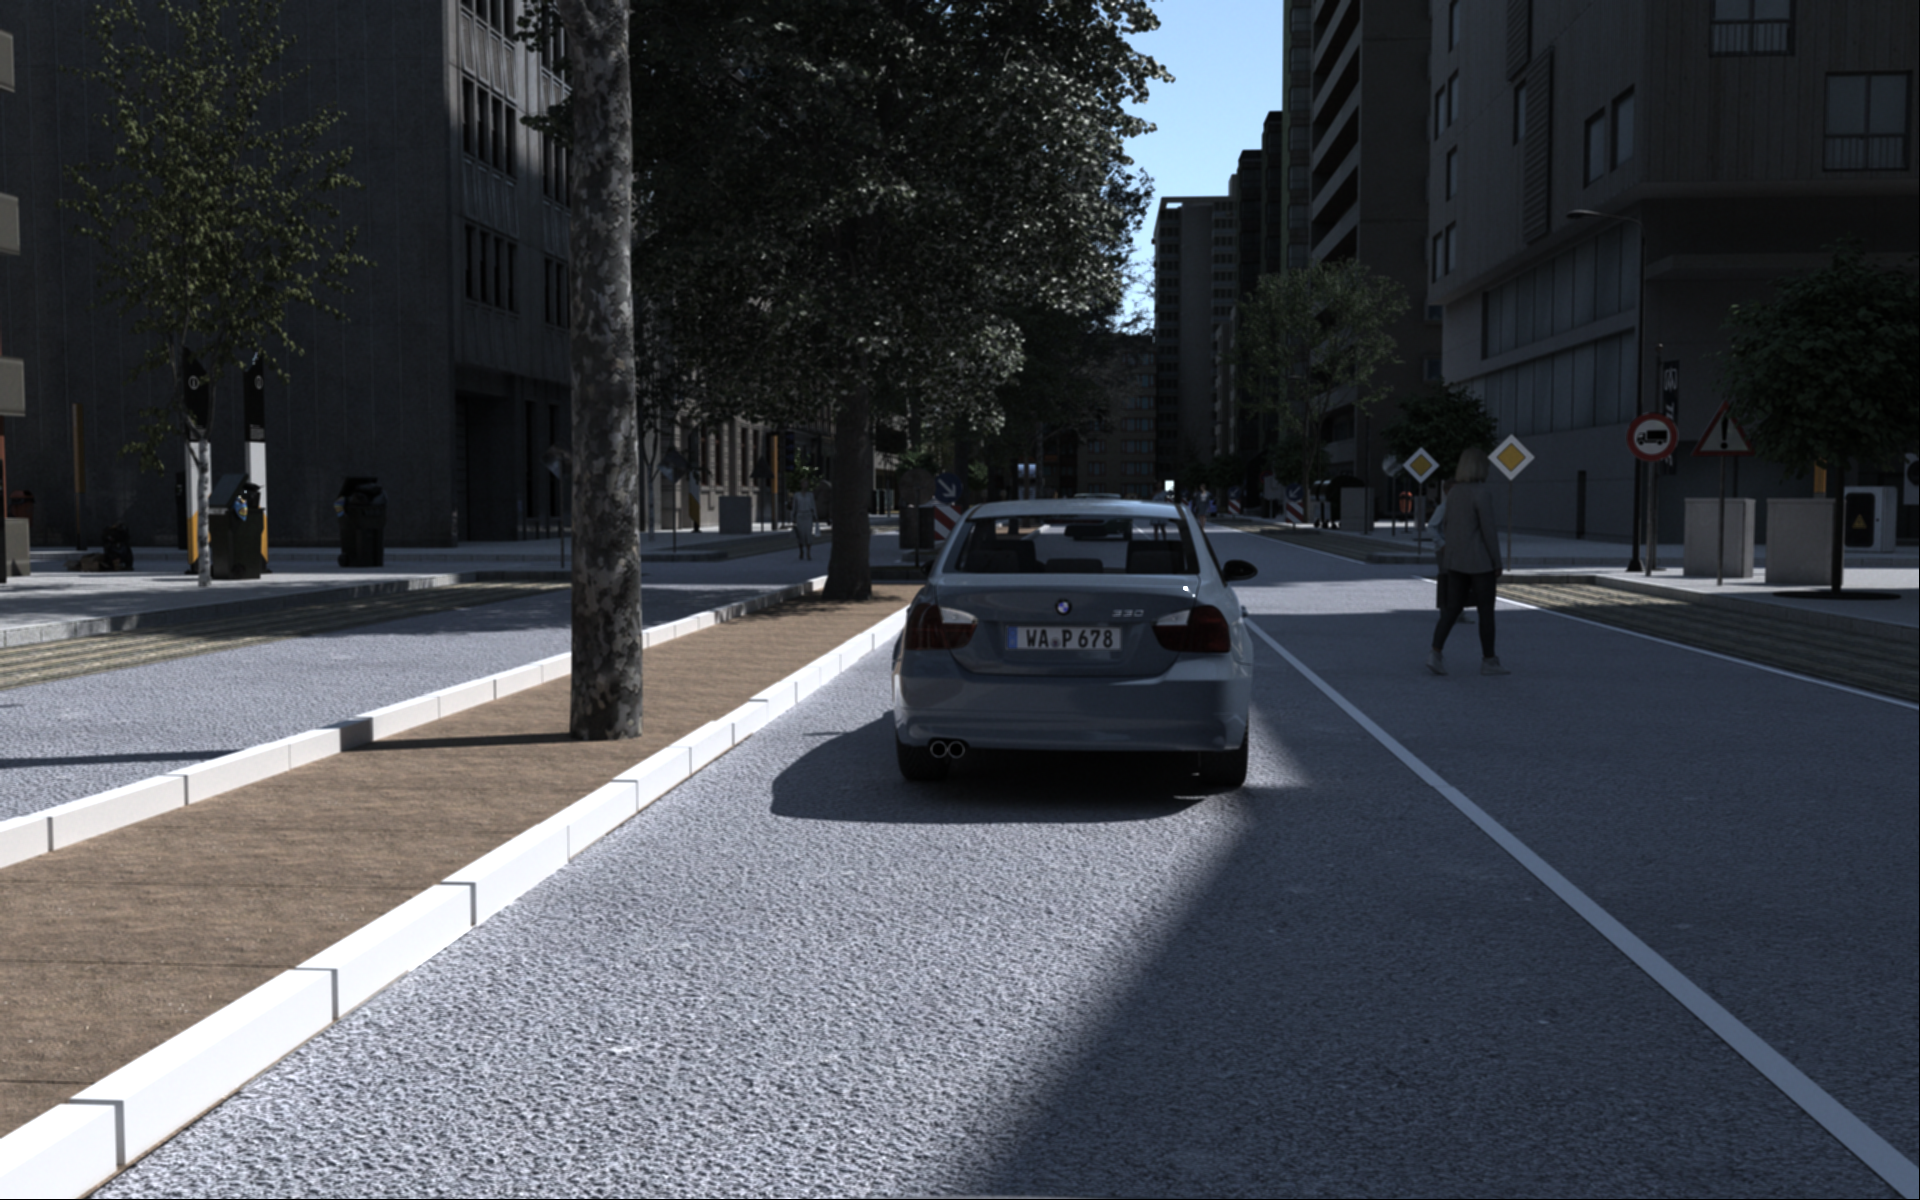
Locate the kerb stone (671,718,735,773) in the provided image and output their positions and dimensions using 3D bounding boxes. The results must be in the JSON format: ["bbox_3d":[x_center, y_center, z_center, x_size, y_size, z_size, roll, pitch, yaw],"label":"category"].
[{"bbox_3d":[-1.385,0.789,9.293,0.120,0.150,1.000,0,4,5],"label":"kerb stone"}]

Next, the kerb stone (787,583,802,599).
[{"bbox_3d":[-2.347,-0.095,23.746,0.120,0.150,1.000,0,4,5],"label":"kerb stone"}]

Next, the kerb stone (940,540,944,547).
[{"bbox_3d":[-0.604,-1.444,45.812,0.120,0.150,1.000,0,4,5],"label":"kerb stone"}]

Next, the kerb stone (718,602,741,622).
[{"bbox_3d":[-2.674,0.155,19.663,0.120,0.150,1.000,0,4,5],"label":"kerb stone"}]

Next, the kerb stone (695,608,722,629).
[{"bbox_3d":[-2.751,0.218,18.626,0.120,0.150,1.000,0,4,5],"label":"kerb stone"}]

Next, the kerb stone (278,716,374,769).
[{"bbox_3d":[-3.483,0.788,9.452,0.120,0.150,1.000,0,4,5],"label":"kerb stone"}]

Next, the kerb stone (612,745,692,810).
[{"bbox_3d":[-1.467,0.851,8.275,0.120,0.150,1.000,0,4,5],"label":"kerb stone"}]

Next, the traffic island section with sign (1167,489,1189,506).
[{"bbox_3d":[17.798,-7.928,138.256,1.989,1.847,2.006,0,4,5],"label":"traffic island section with sign"}]

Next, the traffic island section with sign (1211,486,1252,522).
[{"bbox_3d":[13.885,-4.903,88.789,1.989,1.847,2.006,0,4,5],"label":"traffic island section with sign"}]

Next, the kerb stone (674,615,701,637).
[{"bbox_3d":[-2.832,0.288,17.608,0.120,0.150,1.000,0,4,5],"label":"kerb stone"}]

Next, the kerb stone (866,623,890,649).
[{"bbox_3d":[-0.813,0.352,16.433,0.120,0.150,1.000,0,4,5],"label":"kerb stone"}]

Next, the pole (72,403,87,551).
[{"bbox_3d":[-19.851,-2.765,39.052,0.158,3.312,0.155,0,3,0],"label":"pole"}]

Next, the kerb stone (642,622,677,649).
[{"bbox_3d":[-2.914,0.346,16.589,0.120,0.150,1.000,0,4,5],"label":"kerb stone"}]

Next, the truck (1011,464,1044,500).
[{"bbox_3d":[6.549,-10.516,161.689,2.967,4.110,18.799,0,4,4],"label":"truck"}]

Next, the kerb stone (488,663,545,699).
[{"bbox_3d":[-3.238,0.594,12.509,0.120,0.150,1.000,0,4,5],"label":"kerb stone"}]

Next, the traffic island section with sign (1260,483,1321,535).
[{"bbox_3d":[11.768,-3.259,61.917,1.989,1.847,2.006,0,4,5],"label":"traffic island section with sign"}]

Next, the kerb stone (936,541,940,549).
[{"bbox_3d":[-0.686,-1.382,44.793,0.120,0.150,1.000,0,4,5],"label":"kerb stone"}]

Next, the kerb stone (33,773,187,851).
[{"bbox_3d":[-3.639,0.908,7.411,0.120,0.150,1.000,0,4,5],"label":"kerb stone"}]

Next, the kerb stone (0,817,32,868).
[{"bbox_3d":[-3.722,0.967,6.386,0.120,0.150,1.000,0,4,5],"label":"kerb stone"}]

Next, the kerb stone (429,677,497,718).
[{"bbox_3d":[-3.324,0.655,11.491,0.120,0.150,1.000,0,4,5],"label":"kerb stone"}]

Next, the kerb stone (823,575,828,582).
[{"bbox_3d":[-2.109,-0.279,26.808,0.120,0.150,1.000,0,4,5],"label":"kerb stone"}]

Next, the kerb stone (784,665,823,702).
[{"bbox_3d":[-1.137,0.603,12.349,0.120,0.150,1.000,0,4,5],"label":"kerb stone"}]

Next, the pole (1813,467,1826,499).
[{"bbox_3d":[13.838,-2.080,27.859,0.158,3.312,0.155,0,3,0],"label":"pole"}]

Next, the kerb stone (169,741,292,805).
[{"bbox_3d":[-3.555,0.844,8.432,0.120,0.150,1.000,0,4,5],"label":"kerb stone"}]

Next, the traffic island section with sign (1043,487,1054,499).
[{"bbox_3d":[5.700,-6.357,112.075,2.006,1.907,1.989,0,4,5],"label":"traffic island section with sign"}]

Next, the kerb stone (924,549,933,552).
[{"bbox_3d":[-0.846,-1.257,42.750,0.120,0.150,1.000,0,4,5],"label":"kerb stone"}]

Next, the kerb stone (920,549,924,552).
[{"bbox_3d":[-1.012,-1.132,40.696,0.120,0.150,1.000,0,4,5],"label":"kerb stone"}]

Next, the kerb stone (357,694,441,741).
[{"bbox_3d":[-3.400,0.717,10.472,0.120,0.150,1.000,0,4,5],"label":"kerb stone"}]

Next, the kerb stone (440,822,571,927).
[{"bbox_3d":[-1.621,0.976,6.230,0.120,0.150,1.000,0,4,5],"label":"kerb stone"}]

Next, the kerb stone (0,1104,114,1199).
[{"bbox_3d":[-1.872,1.165,3.144,0.120,0.150,1.000,0,4,5],"label":"kerb stone"}]

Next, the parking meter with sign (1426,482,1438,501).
[{"bbox_3d":[22.301,-5.214,81.517,1.738,3.016,0.543,1,4,18],"label":"parking meter with sign"}]

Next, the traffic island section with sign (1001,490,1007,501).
[{"bbox_3d":[4.254,-9.685,166.974,1.989,1.847,2.006,0,4,5],"label":"traffic island section with sign"}]

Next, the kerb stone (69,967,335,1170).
[{"bbox_3d":[-1.790,1.102,4.171,0.120,0.150,1.000,0,4,5],"label":"kerb stone"}]

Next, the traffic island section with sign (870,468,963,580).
[{"bbox_3d":[-0.808,-1.324,29.786,2.006,1.907,1.989,0,4,5],"label":"traffic island section with sign"}]

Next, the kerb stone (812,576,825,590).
[{"bbox_3d":[-2.189,-0.220,25.787,0.120,0.150,1.000,0,4,5],"label":"kerb stone"}]

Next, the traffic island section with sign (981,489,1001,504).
[{"bbox_3d":[2.080,-8.007,139.535,1.989,1.847,2.006,0,4,5],"label":"traffic island section with sign"}]

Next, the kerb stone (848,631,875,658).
[{"bbox_3d":[-0.903,0.415,15.412,0.120,0.150,1.000,0,4,5],"label":"kerb stone"}]

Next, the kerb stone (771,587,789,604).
[{"bbox_3d":[-2.429,-0.032,22.719,0.120,0.150,1.000,0,4,5],"label":"kerb stone"}]

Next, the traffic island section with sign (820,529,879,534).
[{"bbox_3d":[-3.991,-3.310,62.745,1.989,1.847,2.006,0,4,5],"label":"traffic island section with sign"}]

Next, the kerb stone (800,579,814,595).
[{"bbox_3d":[-2.267,-0.157,24.765,0.120,0.150,1.000,0,4,5],"label":"kerb stone"}]

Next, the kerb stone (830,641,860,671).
[{"bbox_3d":[-0.976,0.477,14.393,0.120,0.150,1.000,0,4,5],"label":"kerb stone"}]

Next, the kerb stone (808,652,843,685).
[{"bbox_3d":[-1.058,0.540,13.370,0.120,0.150,1.000,0,4,5],"label":"kerb stone"}]

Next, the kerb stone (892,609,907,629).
[{"bbox_3d":[-0.660,0.227,18.478,0.120,0.150,1.000,0,4,5],"label":"kerb stone"}]

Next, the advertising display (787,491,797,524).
[{"bbox_3d":[-6.879,-4.198,73.843,0.974,1.923,0.123,0,4,4],"label":"advertising display"}]

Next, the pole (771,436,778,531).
[{"bbox_3d":[-6.522,-4.098,60.850,0.158,3.312,0.155,0,3,0],"label":"pole"}]

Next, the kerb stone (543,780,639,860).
[{"bbox_3d":[-1.545,0.920,7.250,0.120,0.150,1.000,0,4,5],"label":"kerb stone"}]

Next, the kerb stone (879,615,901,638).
[{"bbox_3d":[-0.737,0.290,17.452,0.120,0.150,1.000,0,4,5],"label":"kerb stone"}]

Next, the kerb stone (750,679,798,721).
[{"bbox_3d":[-1.222,0.665,11.331,0.120,0.150,1.000,0,4,5],"label":"kerb stone"}]

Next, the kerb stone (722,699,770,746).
[{"bbox_3d":[-1.300,0.740,10.312,0.120,0.150,1.000,0,4,5],"label":"kerb stone"}]

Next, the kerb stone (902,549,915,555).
[{"bbox_3d":[-1.169,-1.006,38.641,0.120,0.150,1.000,0,4,5],"label":"kerb stone"}]

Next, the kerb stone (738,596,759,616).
[{"bbox_3d":[-2.586,0.093,20.681,0.120,0.150,1.000,0,4,5],"label":"kerb stone"}]

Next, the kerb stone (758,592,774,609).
[{"bbox_3d":[-2.513,0.032,21.700,0.120,0.150,1.000,0,4,5],"label":"kerb stone"}]

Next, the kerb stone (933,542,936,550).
[{"bbox_3d":[-0.765,-1.318,43.771,0.120,0.150,1.000,0,4,5],"label":"kerb stone"}]

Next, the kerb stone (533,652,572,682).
[{"bbox_3d":[-3.161,0.530,13.529,0.120,0.150,1.000,0,4,5],"label":"kerb stone"}]

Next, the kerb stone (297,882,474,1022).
[{"bbox_3d":[-1.707,1.043,5.198,0.120,0.150,1.000,0,4,5],"label":"kerb stone"}]
